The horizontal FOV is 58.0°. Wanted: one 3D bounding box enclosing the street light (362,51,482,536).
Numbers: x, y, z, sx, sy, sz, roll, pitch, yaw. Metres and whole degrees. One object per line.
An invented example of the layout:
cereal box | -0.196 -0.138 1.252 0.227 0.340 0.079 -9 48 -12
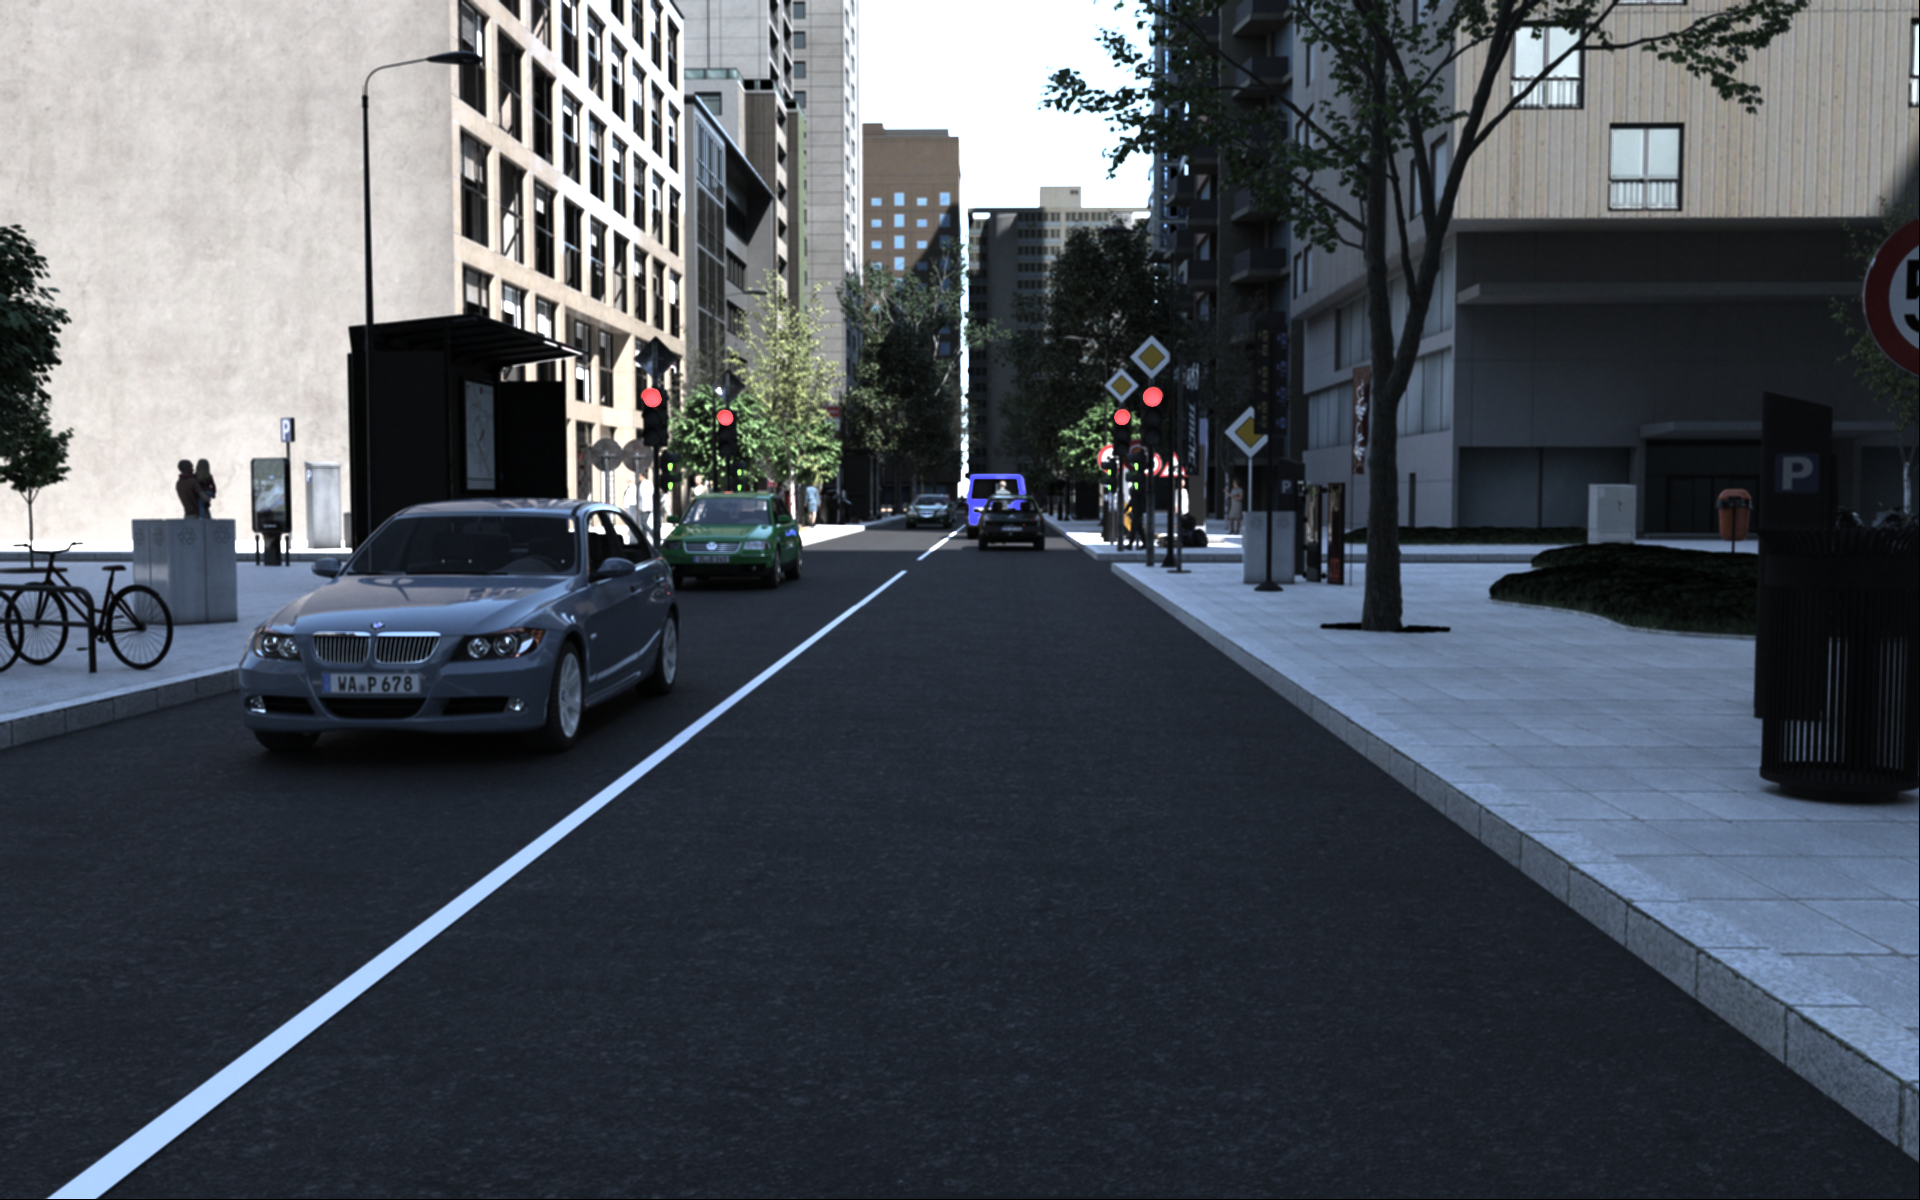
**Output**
street light | -5.717 -2.802 18.349 1.470 5.913 1.316 0 4 2

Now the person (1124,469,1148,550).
person | 3.981 -2.064 39.565 0.755 1.850 0.659 -1 4 -17

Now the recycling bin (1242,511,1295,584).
recycling bin | 4.456 -0.763 25.032 0.722 1.027 0.722 0 4 7

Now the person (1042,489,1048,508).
person | 7.824 -9.368 159.662 0.683 1.767 0.568 -1 4 -17

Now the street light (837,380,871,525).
street light | -4.331 -6.008 70.766 1.470 5.913 1.316 0 4 2

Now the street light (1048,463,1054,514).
street light | 4.544 -6.721 82.428 1.470 5.913 1.316 0 4 2

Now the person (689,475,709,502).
person | -6.421 -2.201 42.580 0.519 1.759 0.362 0 4 3

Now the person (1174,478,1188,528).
person | 6.326 -2.630 49.786 0.760 1.731 0.466 1 4 13

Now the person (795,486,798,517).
person | -9.194 -5.567 97.409 0.601 1.785 0.444 1 4 20

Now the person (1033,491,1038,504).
person | 7.626 -10.174 173.073 1.217 1.739 0.721 1 4 19

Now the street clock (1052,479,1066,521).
street clock | 4.851 -4.847 83.812 0.471 2.002 0.358 -2 4 -26

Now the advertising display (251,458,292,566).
advertising display | -12.314 -1.576 30.977 0.974 1.923 0.123 2 4 33

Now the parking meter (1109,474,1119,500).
parking meter | 4.439 -2.719 50.167 0.399 1.863 0.255 -1 4 -19

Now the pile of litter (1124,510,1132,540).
pile of litter | 5.111 -2.110 48.457 1.176 0.858 1.719 -1 4 -16

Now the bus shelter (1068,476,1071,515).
bus shelter | 6.992 -6.788 102.260 1.731 3.624 6.357 0 4 1

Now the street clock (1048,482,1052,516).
street clock | 5.405 -5.995 102.590 0.358 2.002 0.471 2 4 25

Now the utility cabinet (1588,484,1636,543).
utility cabinet | 14.845 -1.879 39.406 1.173 1.500 0.318 -2 4 -26

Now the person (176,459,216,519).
person | -11.878 -1.281 26.956 0.580 1.828 0.573 -1 4 -23

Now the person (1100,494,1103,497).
person | 12.064 -8.924 152.660 1.217 1.735 0.721 1 4 11

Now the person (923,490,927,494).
person | -3.804 -10.968 185.924 0.990 1.755 0.434 2 4 25

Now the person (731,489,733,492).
person | -10.833 -4.715 83.313 0.466 1.800 0.511 1 4 13

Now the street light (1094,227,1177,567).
street light | 3.154 -3.531 30.280 1.470 5.913 1.316 0 4 2

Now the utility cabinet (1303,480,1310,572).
utility cabinet | 5.582 -1.218 28.590 0.318 1.500 1.173 1 4 14

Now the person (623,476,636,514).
person | -9.980 -2.858 52.654 0.514 1.842 0.818 2 4 32

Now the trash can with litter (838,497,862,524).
trash can with litter | -4.777 -3.900 75.155 1.055 1.170 0.624 1 4 19

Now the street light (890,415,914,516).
street light | -3.409 -7.928 102.172 1.470 5.913 1.316 0 4 2

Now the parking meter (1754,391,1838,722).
parking meter | 4.772 -0.255 9.876 0.399 1.863 0.255 2 4 26

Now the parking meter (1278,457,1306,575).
parking meter | 5.256 -1.330 27.460 0.255 1.863 0.399 -3 5 -44

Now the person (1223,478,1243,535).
person | 8.571 -2.946 54.569 0.532 1.782 0.716 -2 4 -32

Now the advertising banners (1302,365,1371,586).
advertising banners | 5.331 -1.735 24.549 0.090 3.025 2.074 -1 4 -12

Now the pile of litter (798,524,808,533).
pile of litter | -5.668 -2.712 58.314 1.176 0.858 1.719 1 4 14

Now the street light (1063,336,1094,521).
street light | 3.755 -4.805 51.096 1.470 5.913 1.316 0 4 2

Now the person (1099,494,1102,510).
person | 11.304 -8.226 141.248 0.721 1.736 1.217 -1 4 -18

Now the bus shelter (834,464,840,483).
bus shelter | -5.864 -6.136 94.240 2.014 3.302 5.546 0 4 1

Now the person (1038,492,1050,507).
person | 8.565 -10.447 176.873 1.348 1.821 0.705 1 4 12

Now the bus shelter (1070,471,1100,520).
bus shelter | 6.566 -6.774 88.389 2.179 5.291 8.768 0 4 1

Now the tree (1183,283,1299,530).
tree | 9.720 -6.795 61.458 4.360 8.622 3.978 0 3 0

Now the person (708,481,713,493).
person | -9.145 -3.500 63.682 0.576 1.772 0.534 1 4 13

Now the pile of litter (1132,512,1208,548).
pile of litter | 5.259 -1.696 41.688 1.719 0.858 1.176 -2 4 -24

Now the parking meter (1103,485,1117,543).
parking meter | 3.983 -2.296 45.954 0.372 1.533 0.369 0 3 0

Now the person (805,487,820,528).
person | -5.673 -3.682 66.270 0.581 1.822 0.654 1 4 9

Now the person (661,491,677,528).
person | -11.177 -3.634 65.733 0.850 1.792 0.678 -1 4 -9

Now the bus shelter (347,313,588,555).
bus shelter | -7.076 -2.101 25.630 1.731 3.624 6.357 0 4 1

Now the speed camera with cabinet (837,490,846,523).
speed camera with cabinet | -6.054 -5.005 76.171 2.038 3.252 0.660 0 4 0

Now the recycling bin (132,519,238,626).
recycling bin | -7.743 -0.291 17.307 0.722 1.027 0.722 2 4 35

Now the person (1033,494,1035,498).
person | 7.861 -10.660 183.601 1.065 1.426 0.557 3 5 42

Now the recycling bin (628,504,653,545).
recycling bin | -7.969 -1.903 43.663 0.722 1.027 0.722 0 4 -7

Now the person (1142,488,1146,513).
person | 12.395 -6.741 116.276 0.705 1.821 1.348 -2 4 -27

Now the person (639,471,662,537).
person | -7.676 -2.253 42.722 0.795 1.843 0.661 1 4 18

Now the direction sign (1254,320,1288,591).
direction sign | 4.101 -1.890 22.900 0.379 3.537 0.876 3 4 37

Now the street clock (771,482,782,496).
street clock | -7.351 -3.940 68.986 0.471 2.002 0.358 -1 4 -23

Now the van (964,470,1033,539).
van | 1.254 -3.197 56.661 2.240 2.365 5.245 0 4 3

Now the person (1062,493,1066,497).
person | 11.376 -10.779 183.009 1.217 1.736 0.721 1 4 18

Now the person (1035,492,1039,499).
person | 7.864 -9.953 169.460 1.217 1.739 0.721 -1 4 -21

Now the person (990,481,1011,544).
person | 1.143 -2.496 49.481 0.661 1.801 0.590 -2 4 -28

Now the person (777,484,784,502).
person | -8.351 -4.519 80.523 0.593 1.750 0.643 2 4 27

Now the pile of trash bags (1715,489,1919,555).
pile of trash bags | 14.979 -1.243 30.081 3.447 1.369 1.912 2 4 24

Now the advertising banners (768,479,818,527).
advertising banners | -6.581 -4.363 67.525 2.074 3.025 0.090 0 4 1

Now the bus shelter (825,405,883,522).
bus shelter | -4.972 -6.334 81.192 2.179 5.291 8.768 0 4 1

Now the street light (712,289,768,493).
street light | -5.056 -4.091 39.431 1.470 5.913 1.316 0 4 2
